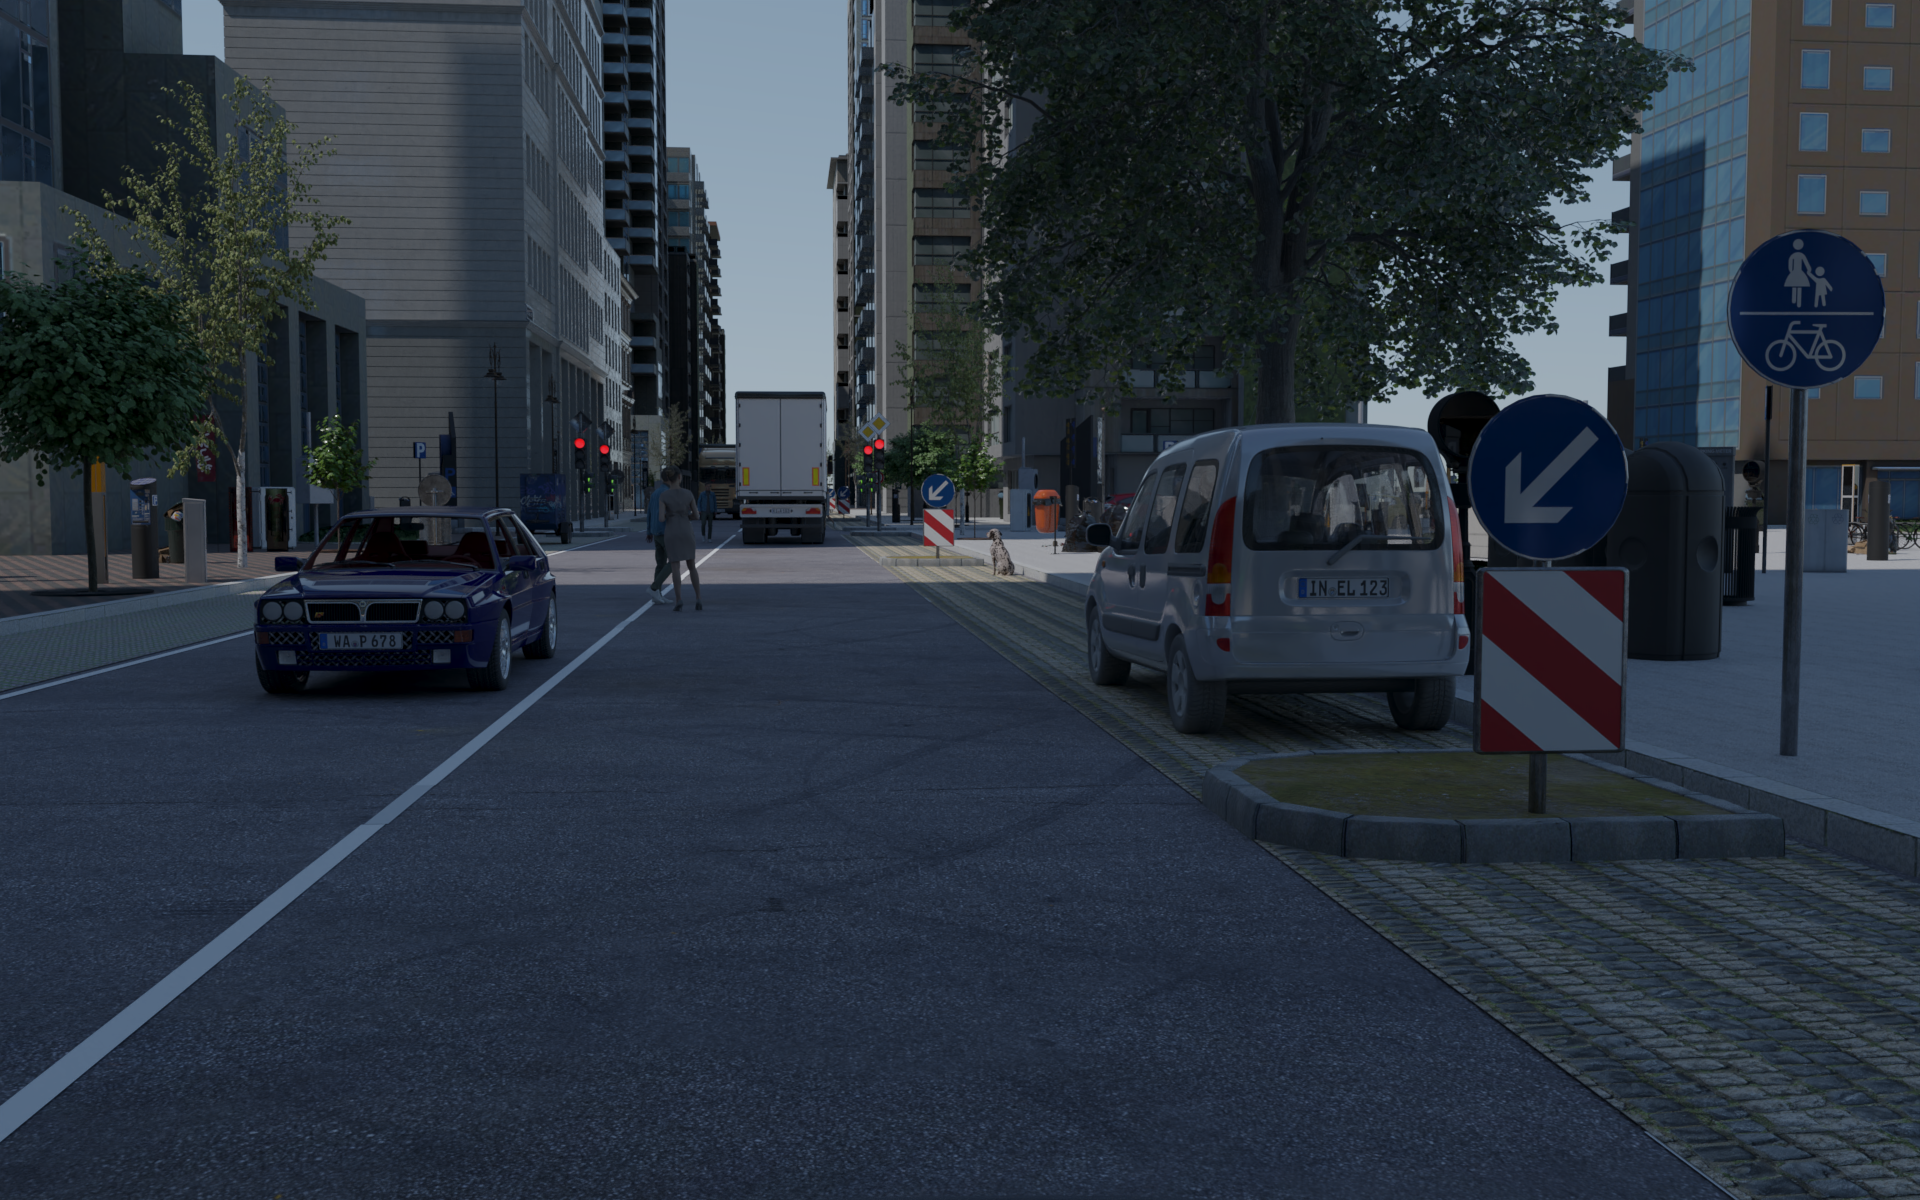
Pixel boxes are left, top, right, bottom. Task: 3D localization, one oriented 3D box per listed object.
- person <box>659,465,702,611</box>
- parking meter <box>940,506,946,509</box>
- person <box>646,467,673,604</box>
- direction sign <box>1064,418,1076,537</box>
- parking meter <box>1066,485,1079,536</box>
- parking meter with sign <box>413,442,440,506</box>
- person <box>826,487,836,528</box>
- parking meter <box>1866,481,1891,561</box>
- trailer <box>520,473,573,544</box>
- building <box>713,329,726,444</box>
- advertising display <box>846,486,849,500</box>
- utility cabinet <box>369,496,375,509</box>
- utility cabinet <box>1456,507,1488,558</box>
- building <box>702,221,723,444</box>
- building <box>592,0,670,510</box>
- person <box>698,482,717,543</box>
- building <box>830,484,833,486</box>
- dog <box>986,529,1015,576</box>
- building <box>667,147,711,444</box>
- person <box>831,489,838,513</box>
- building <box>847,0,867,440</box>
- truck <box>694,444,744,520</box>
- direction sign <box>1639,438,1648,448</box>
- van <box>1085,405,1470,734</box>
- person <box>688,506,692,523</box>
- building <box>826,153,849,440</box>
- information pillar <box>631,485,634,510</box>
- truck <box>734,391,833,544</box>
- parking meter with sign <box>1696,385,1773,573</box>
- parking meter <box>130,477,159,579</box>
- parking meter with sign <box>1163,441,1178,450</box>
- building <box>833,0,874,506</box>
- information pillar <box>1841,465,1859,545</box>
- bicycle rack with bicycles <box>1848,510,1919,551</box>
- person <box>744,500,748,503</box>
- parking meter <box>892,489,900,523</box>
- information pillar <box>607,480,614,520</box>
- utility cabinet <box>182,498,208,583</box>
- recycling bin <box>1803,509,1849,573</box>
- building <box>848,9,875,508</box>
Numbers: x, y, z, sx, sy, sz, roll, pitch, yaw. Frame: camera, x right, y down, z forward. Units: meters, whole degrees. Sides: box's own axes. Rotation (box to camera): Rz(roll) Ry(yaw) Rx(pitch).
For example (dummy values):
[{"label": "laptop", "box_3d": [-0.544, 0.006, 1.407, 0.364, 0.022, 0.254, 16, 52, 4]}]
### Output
[{"label": "person", "box_3d": [-3.430, -0.757, 21.217, 0.599, 1.781, 0.374, -2, 4, -27]}, {"label": "parking meter", "box_3d": [-0.744, -3.971, 73.331, 0.372, 1.533, 0.369, 0, 3, 0]}, {"label": "person", "box_3d": [-3.887, -0.837, 22.532, 0.444, 1.785, 0.601, -1, 4, -22]}, {"label": "direction sign", "box_3d": [3.311, -3.658, 51.799, 0.379, 3.537, 0.876, -1, 4, -14]}, {"label": "parking meter", "box_3d": [3.191, -2.498, 49.252, 0.372, 1.533, 0.369, 0, 3, 0]}, {"label": "parking meter with sign", "box_3d": [-17.350, -3.765, 57.825, 1.738, 3.016, 0.543, 1, 4, 22]}, {"label": "person", "box_3d": [-5.436, -3.770, 70.893, 0.466, 1.731, 0.760, 3, 5, 43]}, {"label": "parking meter", "box_3d": [17.715, -1.528, 33.398, 0.372, 1.533, 0.369, 0, 3, 0]}, {"label": "trailer", "box_3d": [-11.801, -2.554, 48.808, 1.471, 1.999, 3.904, 0, 4, -7]}, {"label": "building", "box_3d": [-46.558, -31.743, 290.705, 14.160, 30.474, 14.107, 0, 4, -6]}, {"label": "advertising display", "box_3d": [-8.965, -8.133, 138.184, 0.123, 1.923, 0.974, -1, 4, -14]}, {"label": "utility cabinet", "box_3d": [-42.755, -7.032, 126.137, 0.306, 1.237, 1.020, -1, 4, -19]}, {"label": "utility cabinet", "box_3d": [10.403, -1.589, 34.665, 0.318, 1.500, 1.173, -1, 4, -19]}, {"label": "building", "box_3d": [-48.263, -37.545, 268.479, 22.147, 44.769, 28.867, 0, 4, -6]}, {"label": "building", "box_3d": [-37.108, -51.430, 153.549, 22.319, 86.520, 31.000, 0, 4, -6]}, {"label": "person", "box_3d": [-7.474, -2.592, 51.229, 0.601, 1.785, 0.444, -1, 4, -16]}, {"label": "building", "box_3d": [-7.096, -36.611, 290.475, 32.217, 40.220, 23.993, 0, 4, -6]}, {"label": "dog", "box_3d": [0.703, -0.823, 30.286, 0.513, 0.831, 0.800, 0, 4, 3]}, {"label": "building", "box_3d": [-45.959, -37.873, 238.824, 23.786, 49.044, 30.456, 0, 4, -6]}, {"label": "person", "box_3d": [-8.867, -6.949, 122.391, 0.850, 1.792, 0.678, -1, 4, -10]}, {"label": "building", "box_3d": [-7.066, -48.995, 239.318, 20.563, 71.187, 20.611, 0, 4, -6]}, {"label": "truck", "box_3d": [-13.612, -6.750, 99.271, 2.839, 4.237, 11.283, 0, 4, -6]}, {"label": "direction sign", "box_3d": [27.716, -4.788, 70.284, 0.379, 3.537, 0.876, 3, 5, 41]}, {"label": "van", "box_3d": [1.954, -0.289, 11.739, 2.013, 2.044, 4.112, 0, 4, -6]}, {"label": "person", "box_3d": [-13.258, -4.519, 84.987, 0.503, 1.515, 0.523, 2, 4, 35]}, {"label": "building", "box_3d": [-5.558, -41.296, 264.421, 28.713, 52.752, 27.495, 0, 4, -6]}, {"label": "information pillar", "box_3d": [-26.372, -8.234, 139.119, 0.304, 2.012, 0.304, -1, 4, -15]}, {"label": "truck", "box_3d": [-5.290, -3.905, 52.754, 2.839, 4.237, 11.283, 0, 4, -4]}, {"label": "parking meter with sign", "box_3d": [12.245, -1.956, 28.248, 1.738, 3.016, 0.543, 1, 4, 23]}, {"label": "parking meter", "box_3d": [-12.370, -1.092, 26.271, 0.372, 1.533, 0.369, 0, 3, 0]}, {"label": "parking meter with sign", "box_3d": [7.412, -3.725, 57.166, 0.543, 3.016, 1.738, 3, 5, 41]}, {"label": "building", "box_3d": [-3.336, -54.337, 201.075, 22.319, 86.520, 31.000, 0, 4, -6]}, {"label": "information pillar", "box_3d": [22.326, -2.384, 43.470, 0.304, 2.012, 0.304, -3, 5, -41]}, {"label": "bicycle rack with bicycles", "box_3d": [21.221, -1.635, 40.111, 2.852, 0.926, 2.925, -3, 5, -42]}, {"label": "person", "box_3d": [-17.488, -8.090, 140.867, 0.778, 1.811, 0.616, -3, 4, -37]}, {"label": "parking meter", "box_3d": [-2.861, -4.232, 77.598, 0.372, 1.533, 0.369, 0, 3, 0]}, {"label": "information pillar", "box_3d": [-17.209, -4.931, 85.111, 0.304, 2.012, 0.304, 3, 4, 37]}, {"label": "utility cabinet", "box_3d": [-11.228, -0.874, 25.454, 0.306, 1.237, 1.020, -1, 4, -22]}, {"label": "recycling bin", "box_3d": [14.186, -0.982, 28.617, 0.722, 1.027, 0.722, 1, 4, 11]}, {"label": "building", "box_3d": [1.027, -33.775, 171.832, 23.786, 49.044, 30.456, 0, 4, -6]}]
